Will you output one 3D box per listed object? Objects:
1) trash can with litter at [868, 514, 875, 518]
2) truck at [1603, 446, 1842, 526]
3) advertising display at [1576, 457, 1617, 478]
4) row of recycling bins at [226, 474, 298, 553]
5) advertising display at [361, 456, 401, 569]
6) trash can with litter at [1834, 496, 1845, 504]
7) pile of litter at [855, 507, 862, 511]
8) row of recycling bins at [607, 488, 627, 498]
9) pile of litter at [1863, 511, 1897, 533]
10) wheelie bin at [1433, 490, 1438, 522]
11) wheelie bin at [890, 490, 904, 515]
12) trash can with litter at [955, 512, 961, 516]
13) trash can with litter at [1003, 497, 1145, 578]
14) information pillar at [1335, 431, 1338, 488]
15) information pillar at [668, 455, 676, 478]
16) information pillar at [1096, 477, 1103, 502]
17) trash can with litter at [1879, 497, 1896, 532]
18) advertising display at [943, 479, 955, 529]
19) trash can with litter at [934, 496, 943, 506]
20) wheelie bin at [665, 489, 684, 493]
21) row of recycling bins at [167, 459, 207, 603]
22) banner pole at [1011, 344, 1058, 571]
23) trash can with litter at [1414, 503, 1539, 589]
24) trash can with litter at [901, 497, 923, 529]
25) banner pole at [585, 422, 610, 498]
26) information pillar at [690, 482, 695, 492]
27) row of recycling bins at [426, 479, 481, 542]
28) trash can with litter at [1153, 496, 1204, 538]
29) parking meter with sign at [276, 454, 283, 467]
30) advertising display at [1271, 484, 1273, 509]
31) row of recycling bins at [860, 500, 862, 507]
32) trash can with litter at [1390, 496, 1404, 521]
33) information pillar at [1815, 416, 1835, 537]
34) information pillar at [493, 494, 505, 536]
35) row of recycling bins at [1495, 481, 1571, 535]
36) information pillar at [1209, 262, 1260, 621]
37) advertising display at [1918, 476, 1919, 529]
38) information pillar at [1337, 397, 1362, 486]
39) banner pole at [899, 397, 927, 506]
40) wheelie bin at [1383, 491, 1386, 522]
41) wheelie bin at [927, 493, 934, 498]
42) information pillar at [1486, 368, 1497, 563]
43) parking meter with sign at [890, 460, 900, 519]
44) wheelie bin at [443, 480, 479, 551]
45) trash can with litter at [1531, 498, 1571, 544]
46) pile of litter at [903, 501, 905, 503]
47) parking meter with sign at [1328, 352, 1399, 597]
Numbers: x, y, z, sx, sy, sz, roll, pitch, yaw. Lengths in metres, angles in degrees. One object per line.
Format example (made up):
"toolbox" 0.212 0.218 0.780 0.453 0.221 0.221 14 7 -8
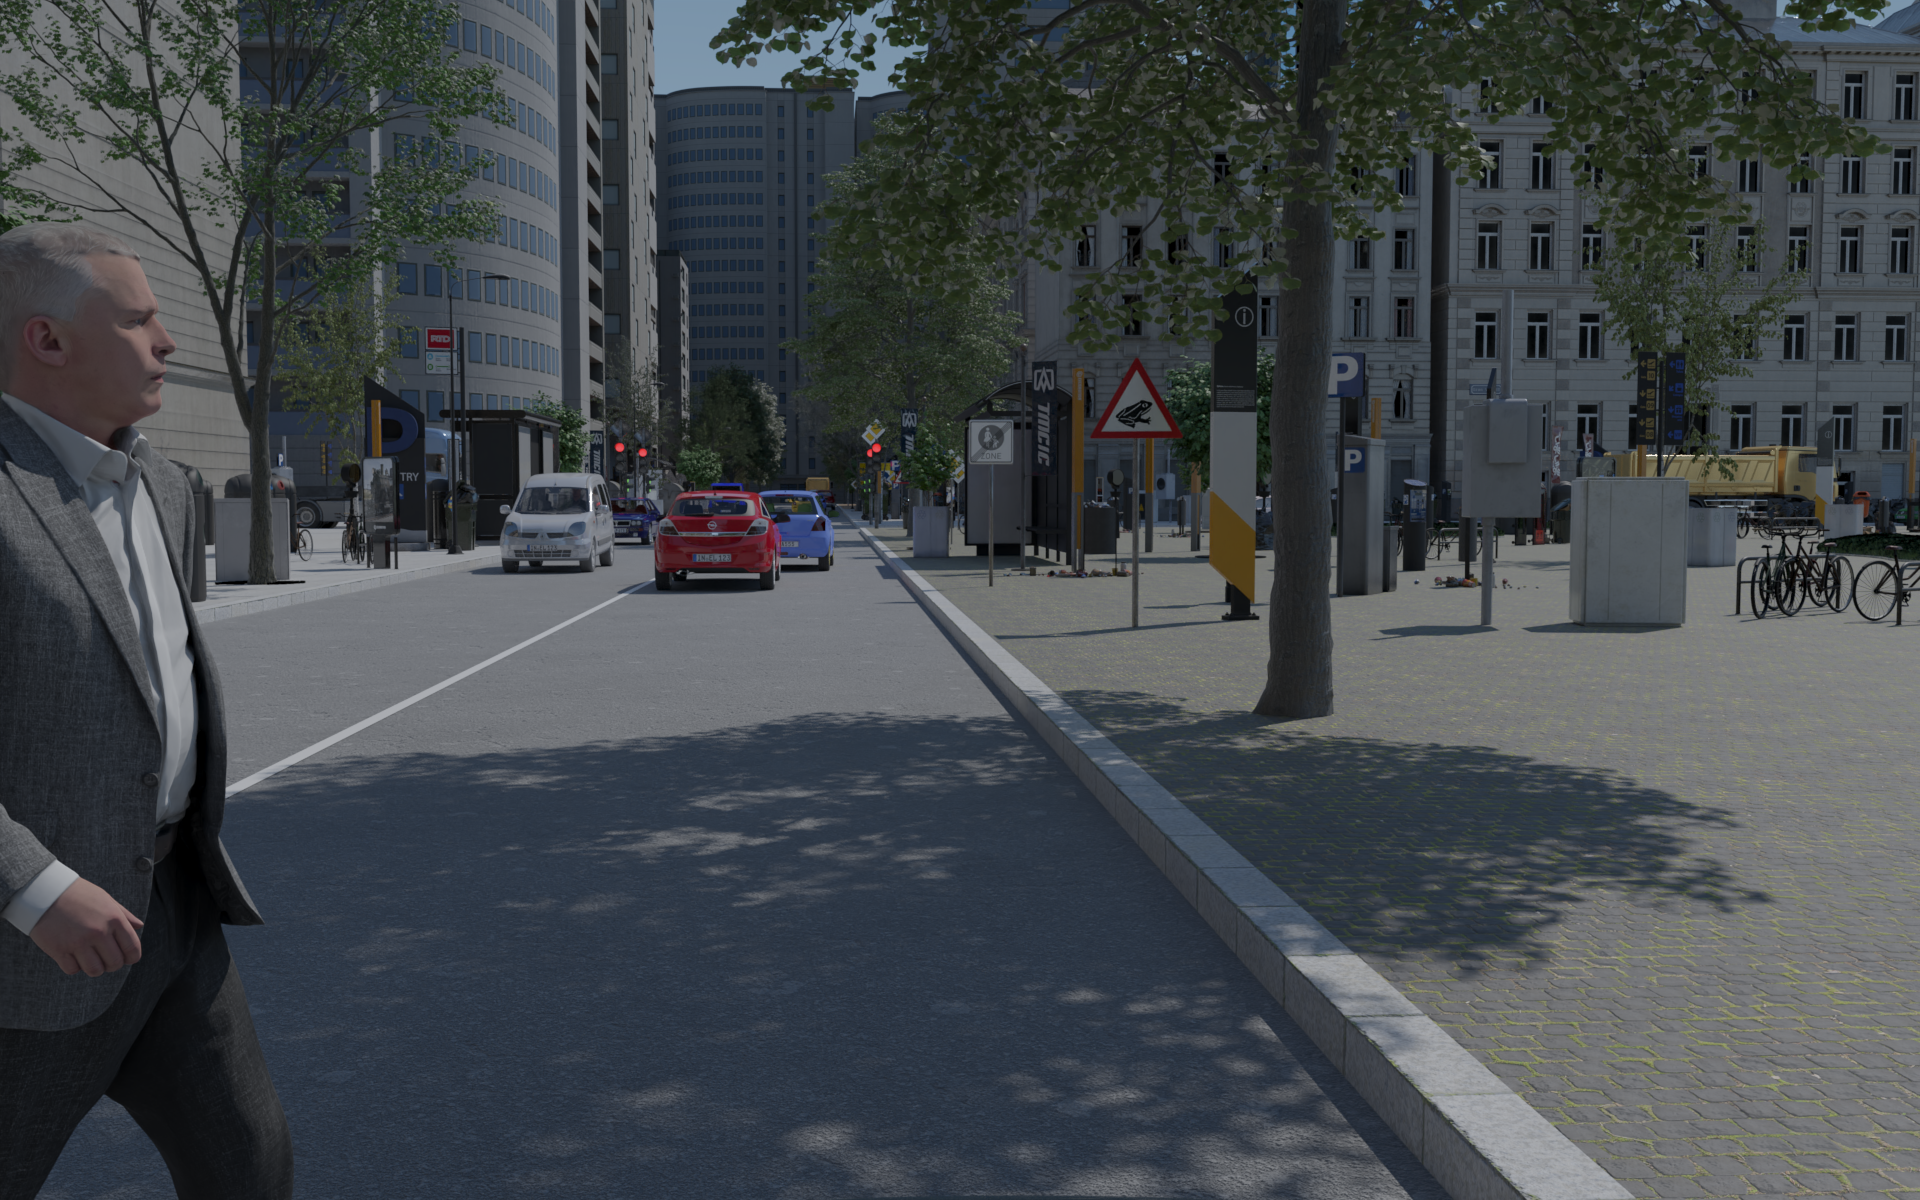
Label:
"trash can with litter" -4.780 -5.022 93.494 0.624 1.170 1.055 -1 4 -19
"truck" 31.375 -4.563 70.529 9.791 3.379 3.469 0 4 -6
"advertising display" 11.051 -1.523 30.114 0.974 1.923 0.123 -2 4 -34
"row of recycling bins" -14.829 -1.809 36.693 1.069 1.692 3.534 -1 4 -10
"advertising display" -9.944 -1.501 29.752 0.974 1.923 0.123 3 5 39
"trash can with litter" 64.221 -6.925 124.284 2.233 1.210 1.678 -1 4 -17
"pile of litter" -7.397 -7.285 133.078 1.176 0.858 1.719 -2 4 -27
"row of recycling bins" -16.056 -4.502 80.725 1.069 1.692 3.534 0 4 -8
"pile of litter" 27.720 -2.362 52.589 1.719 0.858 1.176 -2 4 -23
"wheelie bin" 20.335 -4.120 75.263 0.693 1.594 0.980 -2 4 -26
"wheelie bin" -3.817 -5.879 104.036 0.980 1.594 0.693 3 5 42
"trash can with litter" -1.003 -5.540 101.635 2.233 1.210 1.678 0 4 2
"trash can with litter" 1.803 -0.986 27.173 2.233 1.210 1.678 0 4 3
"information pillar" 14.008 -4.459 64.257 0.183 3.616 0.504 0 4 -2
"information pillar" -17.344 -6.912 104.365 0.183 3.616 0.504 3 5 45
"information pillar" 6.115 -4.362 75.809 0.304 2.012 0.304 0 4 2
"trash can with litter" 26.941 -2.395 50.215 1.678 1.210 2.233 2 4 33
"advertising display" -0.400 -3.623 64.452 0.123 1.923 0.974 1 4 19
"trash can with litter" -0.978 -5.000 93.137 0.624 1.170 1.055 -1 4 -23
"wheelie bin" -15.000 -4.986 89.427 0.980 1.594 0.693 -3 5 -43
"row of recycling bins" -9.516 -0.742 19.243 1.069 1.692 3.534 0 4 2
"banner pole" 1.255 -2.372 28.807 0.863 3.779 0.401 2 4 30
"trash can with litter" 7.295 -0.821 24.480 1.678 1.210 2.233 1 4 17
"trash can with litter" -1.614 -3.159 63.044 1.055 1.170 0.624 0 4 -1
"banner pole" -12.367 -4.268 59.807 0.863 3.779 0.401 -1 4 -18
"information pillar" -16.052 -6.066 103.674 0.304 2.012 0.304 -2 4 -34
"row of recycling bins" -13.916 -2.482 47.693 1.069 1.692 3.534 0 4 -3
"trash can with litter" 6.429 -2.477 51.562 1.678 1.210 2.233 1 4 17
"parking meter with sign" -30.103 -4.794 74.647 1.738 3.016 0.543 0 4 0
"advertising display" 10.434 -3.137 56.504 0.123 1.923 0.974 3 5 40
"row of recycling bins" -6.860 -7.946 137.027 1.069 1.692 3.534 2 4 27
"trash can with litter" 20.592 -4.233 80.602 1.055 1.170 0.624 0 4 5
"information pillar" 26.069 -3.720 52.174 0.183 3.616 0.504 -3 5 -41
"information pillar" -13.658 -2.865 51.337 0.304 2.012 0.304 0 4 -4
"row of recycling bins" 18.717 -2.930 55.018 3.534 1.692 1.069 0 4 4
"information pillar" 2.783 -1.602 17.545 0.504 3.616 0.183 -1 4 -15
"advertising display" 17.335 -1.539 30.381 0.974 1.923 0.123 0 4 3
"information pillar" 6.972 -2.410 30.757 0.183 3.616 0.504 -1 4 -20
"banner pole" -1.143 -3.339 44.613 0.863 3.779 0.401 -1 4 -17
"wheelie bin" 17.743 -4.042 73.988 0.693 1.594 0.980 -3 5 -42
"wheelie bin" -2.164 -7.463 129.925 0.693 1.594 0.980 1 4 20
"information pillar" 9.789 -2.484 31.972 0.183 3.616 0.504 2 4 28
"parking meter with sign" -3.295 -5.627 88.264 0.543 3.016 1.738 0 4 -1
"wheelie bin" -11.326 -1.925 39.378 0.693 1.594 0.980 0 4 -4
"trash can with litter" 15.378 -2.045 44.819 1.055 1.170 0.624 0 4 -5
"pile of litter" -4.005 -7.093 129.927 1.176 0.858 1.719 -1 4 -21
"parking meter with sign" 5.165 -1.586 22.186 0.543 3.016 1.738 2 4 31
